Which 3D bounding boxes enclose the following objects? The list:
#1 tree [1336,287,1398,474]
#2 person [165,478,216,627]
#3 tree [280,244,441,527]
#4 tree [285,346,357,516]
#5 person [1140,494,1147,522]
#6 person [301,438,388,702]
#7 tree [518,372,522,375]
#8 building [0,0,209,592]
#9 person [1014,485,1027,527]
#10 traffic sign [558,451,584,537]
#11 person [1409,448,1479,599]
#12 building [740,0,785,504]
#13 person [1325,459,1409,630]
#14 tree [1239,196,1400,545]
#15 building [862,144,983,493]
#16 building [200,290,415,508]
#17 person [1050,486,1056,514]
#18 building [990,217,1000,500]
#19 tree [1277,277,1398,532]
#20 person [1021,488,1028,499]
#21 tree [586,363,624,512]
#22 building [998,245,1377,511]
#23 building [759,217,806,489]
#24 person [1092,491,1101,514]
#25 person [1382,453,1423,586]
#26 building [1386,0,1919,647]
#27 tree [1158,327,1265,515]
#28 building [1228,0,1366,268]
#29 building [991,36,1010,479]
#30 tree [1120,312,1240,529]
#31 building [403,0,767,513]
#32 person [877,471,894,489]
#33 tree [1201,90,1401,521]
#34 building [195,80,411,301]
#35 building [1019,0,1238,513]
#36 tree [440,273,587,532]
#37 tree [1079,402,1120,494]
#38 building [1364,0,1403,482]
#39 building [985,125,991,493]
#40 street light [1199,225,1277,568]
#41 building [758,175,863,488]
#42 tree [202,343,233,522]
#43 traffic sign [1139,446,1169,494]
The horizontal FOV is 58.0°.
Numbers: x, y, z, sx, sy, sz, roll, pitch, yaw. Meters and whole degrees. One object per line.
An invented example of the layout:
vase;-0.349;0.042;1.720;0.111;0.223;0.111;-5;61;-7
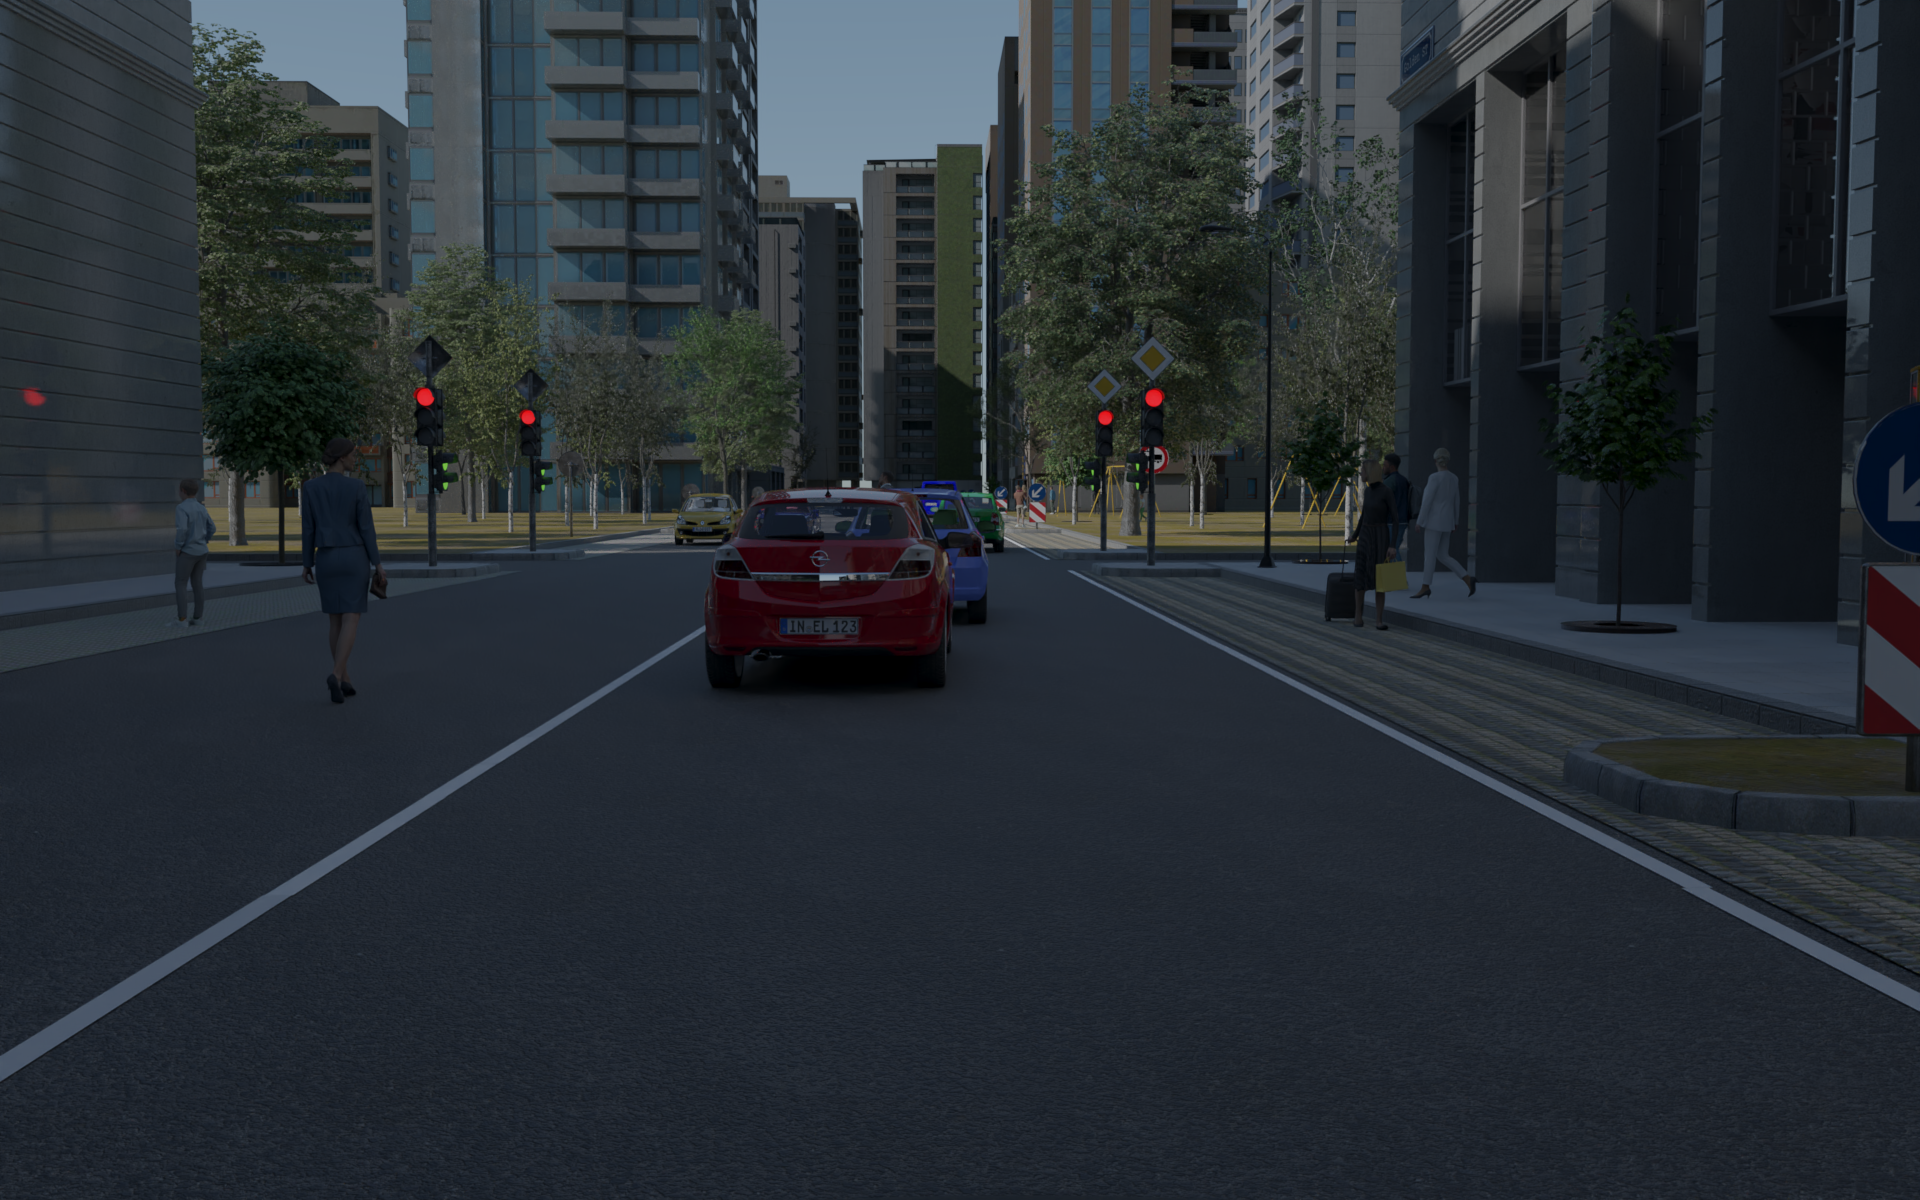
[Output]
tree;27.862;-12.318;108.056;9.857;13.997;8.962;0;3;0
person;-8.309;-0.513;18.706;0.330;1.601;0.589;2;4;24
tree;-18.158;-6.209;51.876;4.360;8.622;3.978;0;3;0
tree;-29.539;-7.898;79.489;4.737;8.622;4.395;0;3;0
person;8.508;-4.303;80.642;0.590;1.304;0.306;-3;4;-36
person;-4.331;-0.215;12.034;0.581;1.822;0.654;1;4;11
tree;-15.543;-7.278;69.356;4.360;8.622;3.978;0;3;0
building;-27.302;-14.991;22.589;29.804;29.767;11.434;0;4;-1
person;2.703;-4.129;75.987;0.580;1.828;0.573;-2;4;-27
traffic sign;-11.555;-3.139;51.435;0.768;2.556;0.104;0;4;2
person;5.913;-0.930;21.120;0.818;1.842;0.514;2;4;30
building;-26.281;-43.714;152.977;20.563;71.187;20.611;0;4;-1
person;4.375;-0.607;18.646;0.699;1.804;1.509;0;4;5
tree;9.685;-5.694;43.453;4.360;8.622;3.978;0;3;0
building;-4.472;-31.902;205.191;14.086;41.232;14.154;0;4;-1
building;-58.787;-20.159;174.635;28.899;21.520;27.650;0;4;-1
person;5.911;-6.355;110.286;0.444;1.785;0.601;3;5;43
building;10.106;-25.114;182.317;14.160;30.474;14.107;0;4;-1
tree;13.109;-6.628;58.729;4.737;8.622;4.395;0;3;0
person;4.323;-6.751;117.132;0.721;1.735;1.217;-1;4;-21
tree;-20.332;-8.906;95.967;4.737;8.622;4.395;0;3;0
building;17.691;-18.459;146.848;27.650;21.520;28.899;0;4;-1
building;-23.379;-25.116;182.343;14.107;30.474;14.160;0;4;-1
person;8.624;-6.318;109.119;0.659;1.850;0.755;0;4;-5
person;5.776;-1.052;23.221;0.794;1.824;0.713;-2;4;-26
building;13.078;-14.462;13.941;11.434;29.767;29.804;0;4;-1
tree;14.845;-11.031;106.116;9.928;11.665;9.643;0;3;0
building;31.709;-40.835;209.645;28.212;58.520;21.231;0;4;-1
building;10.846;-31.660;167.750;14.600;45.320;14.200;0;4;-1
tree;9.030;-7.250;68.895;4.360;8.622;3.978;0;3;0
building;-27.026;-31.090;127.933;23.786;49.044;30.456;0;4;-1
person;-1.243;-1.149;27.462;0.473;1.802;0.592;2;4;35
tree;17.918;-13.858;82.470;12.611;20.169;13.585;0;3;0
building;-76.428;-35.678;207.040;21.600;48.544;21.300;0;4;-1
building;11.492;-29.012;124.459;14.600;45.320;14.200;0;4;-1
tree;-15.199;-6.593;58.153;4.737;8.622;4.395;0;3;0
tree;7.502;-8.527;89.778;4.360;8.622;3.978;0;3;0
building;45.270;-38.922;178.369;28.212;58.520;21.231;0;4;-1
building;10.377;-33.978;205.657;14.200;45.320;14.600;0;4;-1
street light;4.823;-3.517;30.050;1.470;5.913;1.316;0;4;-1
building;-23.937;-31.920;213.776;23.993;40.220;32.217;0;4;-1
tree;-34.120;-7.990;80.991;4.360;8.622;3.978;0;3;0
traffic sign;4.835;-2.644;43.328;0.768;2.556;0.104;1;4;8
